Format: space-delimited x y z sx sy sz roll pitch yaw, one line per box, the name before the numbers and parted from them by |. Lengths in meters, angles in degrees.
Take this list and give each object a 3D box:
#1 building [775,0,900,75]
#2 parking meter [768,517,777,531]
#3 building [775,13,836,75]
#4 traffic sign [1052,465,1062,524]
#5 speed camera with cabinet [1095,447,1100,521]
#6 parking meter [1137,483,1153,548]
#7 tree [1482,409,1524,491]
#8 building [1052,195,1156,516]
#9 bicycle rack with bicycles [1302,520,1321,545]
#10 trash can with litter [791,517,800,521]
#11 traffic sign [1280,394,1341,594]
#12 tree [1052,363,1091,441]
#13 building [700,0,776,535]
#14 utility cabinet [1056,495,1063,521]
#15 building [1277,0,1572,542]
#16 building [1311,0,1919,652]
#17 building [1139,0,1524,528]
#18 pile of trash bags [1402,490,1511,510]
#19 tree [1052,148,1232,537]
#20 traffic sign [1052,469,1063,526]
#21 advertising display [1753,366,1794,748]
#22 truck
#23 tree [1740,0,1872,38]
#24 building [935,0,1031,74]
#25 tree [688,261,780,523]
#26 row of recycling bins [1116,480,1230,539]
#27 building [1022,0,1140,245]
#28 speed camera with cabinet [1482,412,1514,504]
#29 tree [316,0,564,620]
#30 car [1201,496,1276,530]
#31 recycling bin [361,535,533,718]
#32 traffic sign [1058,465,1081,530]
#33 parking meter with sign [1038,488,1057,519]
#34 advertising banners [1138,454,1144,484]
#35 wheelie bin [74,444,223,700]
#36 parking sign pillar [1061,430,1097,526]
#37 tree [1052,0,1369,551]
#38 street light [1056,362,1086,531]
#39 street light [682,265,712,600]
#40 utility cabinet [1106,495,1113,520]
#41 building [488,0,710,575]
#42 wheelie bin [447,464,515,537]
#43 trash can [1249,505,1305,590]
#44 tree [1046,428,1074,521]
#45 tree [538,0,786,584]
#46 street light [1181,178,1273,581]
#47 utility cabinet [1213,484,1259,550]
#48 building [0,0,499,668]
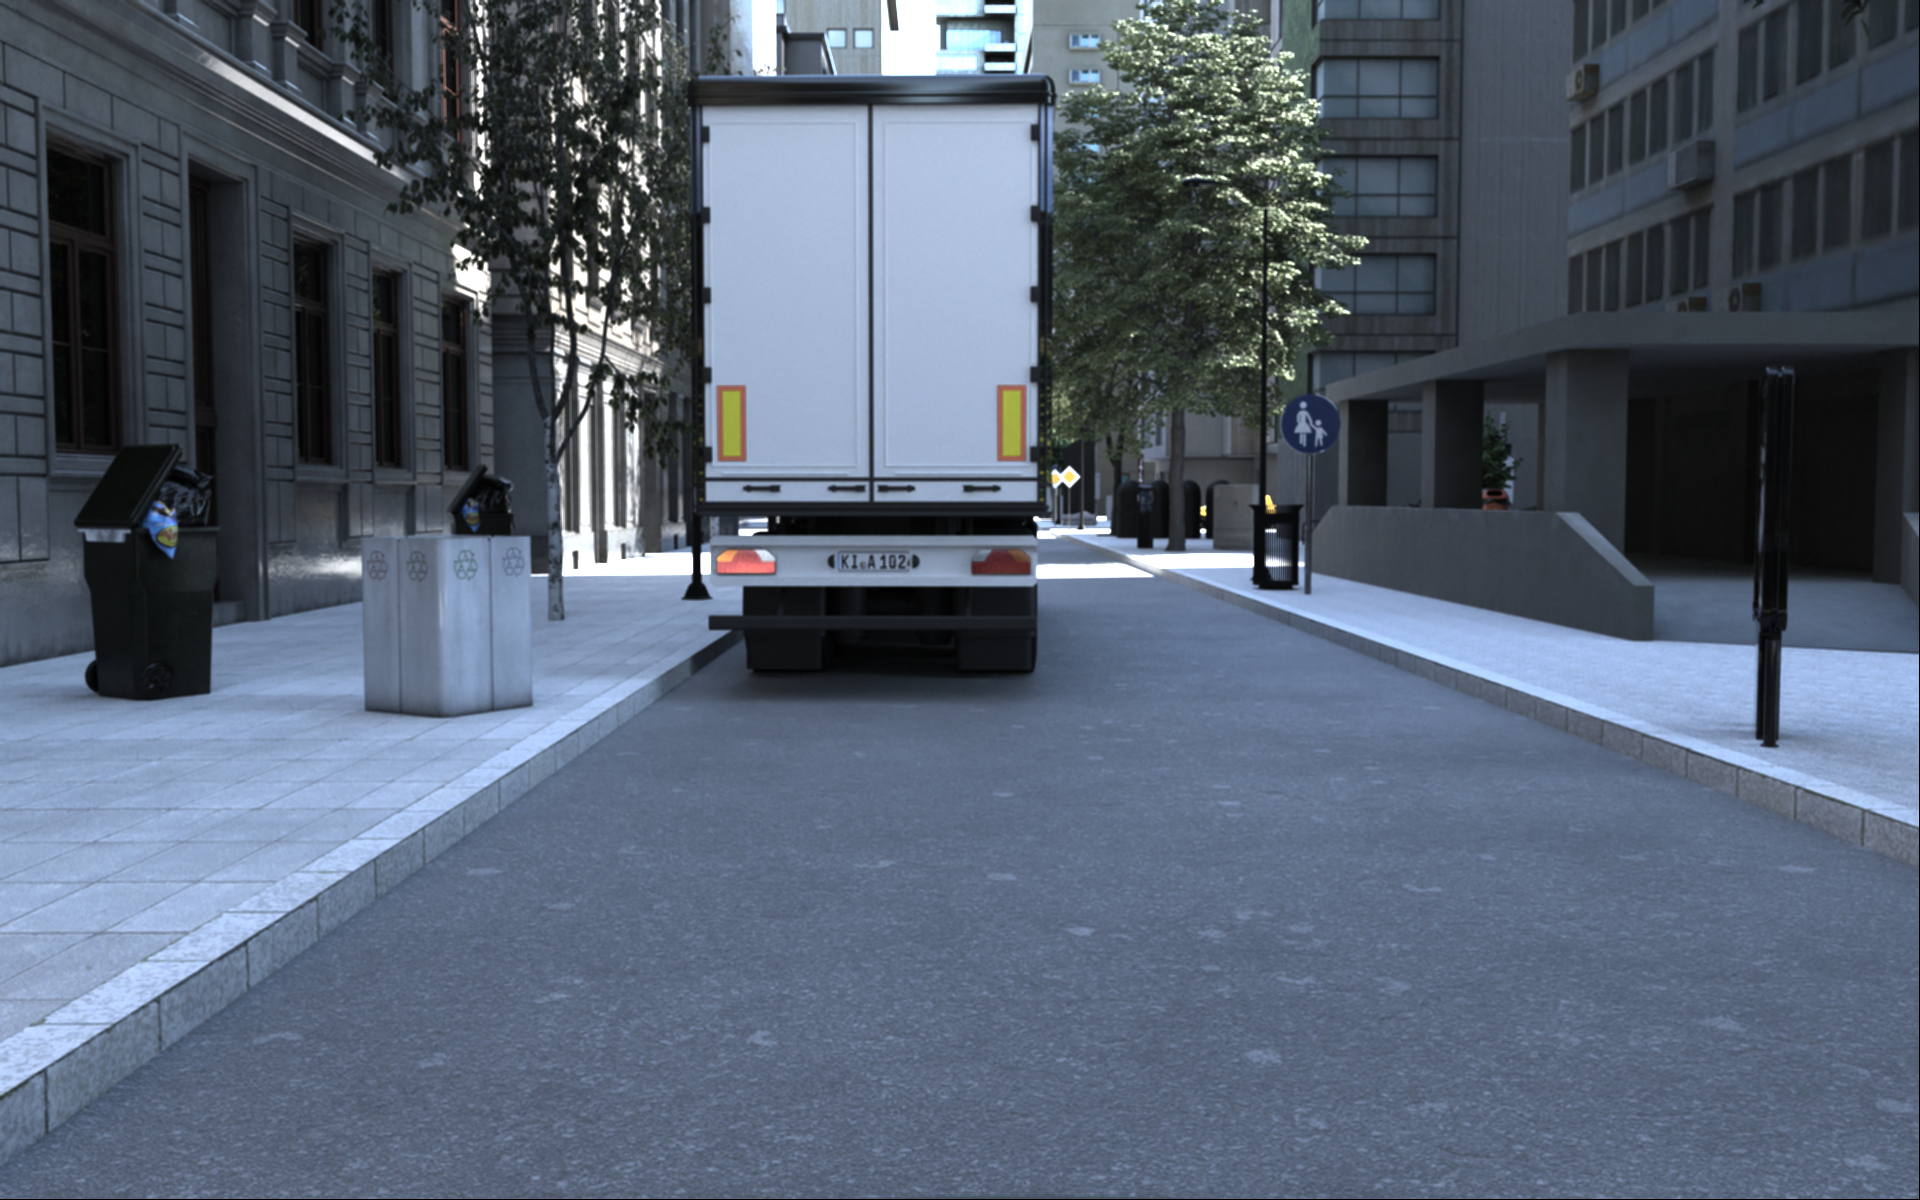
building | -20.552 -35.600 171.296 28.713 52.752 27.495 0 4 0
parking meter | -4.656 -2.153 43.608 0.372 1.533 0.369 0 3 0
building | -12.797 -16.285 85.323 14.314 24.678 30.058 0 4 0
traffic sign | 4.059 -4.606 75.409 0.768 2.556 0.104 1 4 9
speed camera with cabinet | 5.215 -4.806 72.909 0.660 3.252 2.038 -1 4 -20
parking meter | 4.398 -1.999 41.087 0.372 1.533 0.369 0 3 0
tree | 11.991 -2.715 38.994 1.663 3.219 1.824 0 3 0
building | 20.461 -16.493 114.706 27.650 21.520 28.899 0 4 0
bicycle rack with bicycles | 9.833 -1.804 42.884 2.925 0.926 2.852 0 4 -6
trash can with litter | -4.624 -2.083 45.443 1.055 1.170 0.624 -1 4 -13
traffic sign | 4.456 -1.346 22.111 0.768 2.556 0.104 0 4 2
tree | 5.224 -8.806 94.345 4.737 8.622 4.395 0 3 0
building | -15.695 -16.271 51.934 20.117 28.700 13.634 0 4 0
utility cabinet | 4.571 -4.135 78.772 0.306 1.237 1.020 -1 4 -9
building | 16.256 -22.479 51.127 14.154 41.232 14.086 0 4 0
building | 21.923 -20.125 20.932 32.217 40.220 23.993 0 4 0
building | 15.658 -24.079 77.291 14.086 41.232 14.154 0 4 0
pile of trash bags | 9.586 -1.596 35.852 3.447 1.369 1.912 1 4 17
tree | 4.686 -7.750 52.461 9.928 11.665 9.643 0 3 0
traffic sign | 3.782 -3.993 68.923 0.795 2.450 0.064 0 4 0
advertising display | 4.275 -0.240 9.133 0.123 1.923 0.974 1 4 22
truck | -0.449 -1.731 17.216 2.839 4.237 11.283 0 4 2
tree | 4.805 -4.302 4.745 8.767 10.594 7.601 0 4 5
building | 8.269 -56.638 238.700 31.000 86.520 22.319 0 4 0
tree | -3.779 -5.257 36.309 4.737 8.622 4.395 0 3 0
row of recycling bins | 6.223 -2.642 50.314 3.534 1.692 1.069 2 4 24
building | 16.856 -32.925 162.031 21.300 48.544 21.600 0 4 0
speed camera with cabinet | 12.649 -2.942 42.437 0.660 3.252 2.038 -2 4 -23
tree | -4.081 -4.086 17.162 4.360 8.622 3.978 0 3 0
car | 10.250 -3.409 65.964 3.980 1.641 2.015 0 4 0
recycling bin | -3.061 0.134 10.358 0.722 1.027 0.722 2 4 32
traffic sign | 3.846 -3.504 60.938 0.795 2.450 0.064 0 4 0
parking meter with sign | 4.754 -5.662 88.829 1.738 3.016 0.543 3 5 42
advertising banners | 8.122 -4.786 74.440 0.090 3.025 2.074 -1 4 -22
wheelie bin | -5.173 -0.194 11.079 0.980 1.594 0.693 2 4 34
parking sign pillar | 4.867 -5.036 70.810 1.447 3.967 1.447 0 4 5
tree | 5.295 -7.368 38.598 7.486 12.596 7.792 0 3 0
street light | 3.744 -5.403 60.887 1.470 5.913 1.316 0 4 0
street light | -2.669 -2.962 20.965 1.470 5.913 1.316 0 4 0
utility cabinet | 7.413 -4.505 84.813 0.306 1.237 1.020 1 4 20
building | -11.170 -11.417 35.814 9.793 20.994 18.267 0 4 0
wheelie bin | -5.166 -0.662 18.726 0.693 1.594 0.980 -1 4 -21
trash can | 4.267 -0.718 23.385 0.748 1.137 0.748 0 3 0
tree | 4.711 -6.155 84.356 4.285 4.588 4.351 0 3 0
tree | -3.951 -4.711 27.391 4.360 8.622 3.978 0 3 0
street light | 3.951 -3.246 25.611 1.470 5.913 1.316 0 4 0
utility cabinet | 6.317 -1.892 39.608 0.318 1.500 1.173 -3 4 -39
building | -12.061 -11.000 16.006 11.583 22.565 21.152 0 4 0
